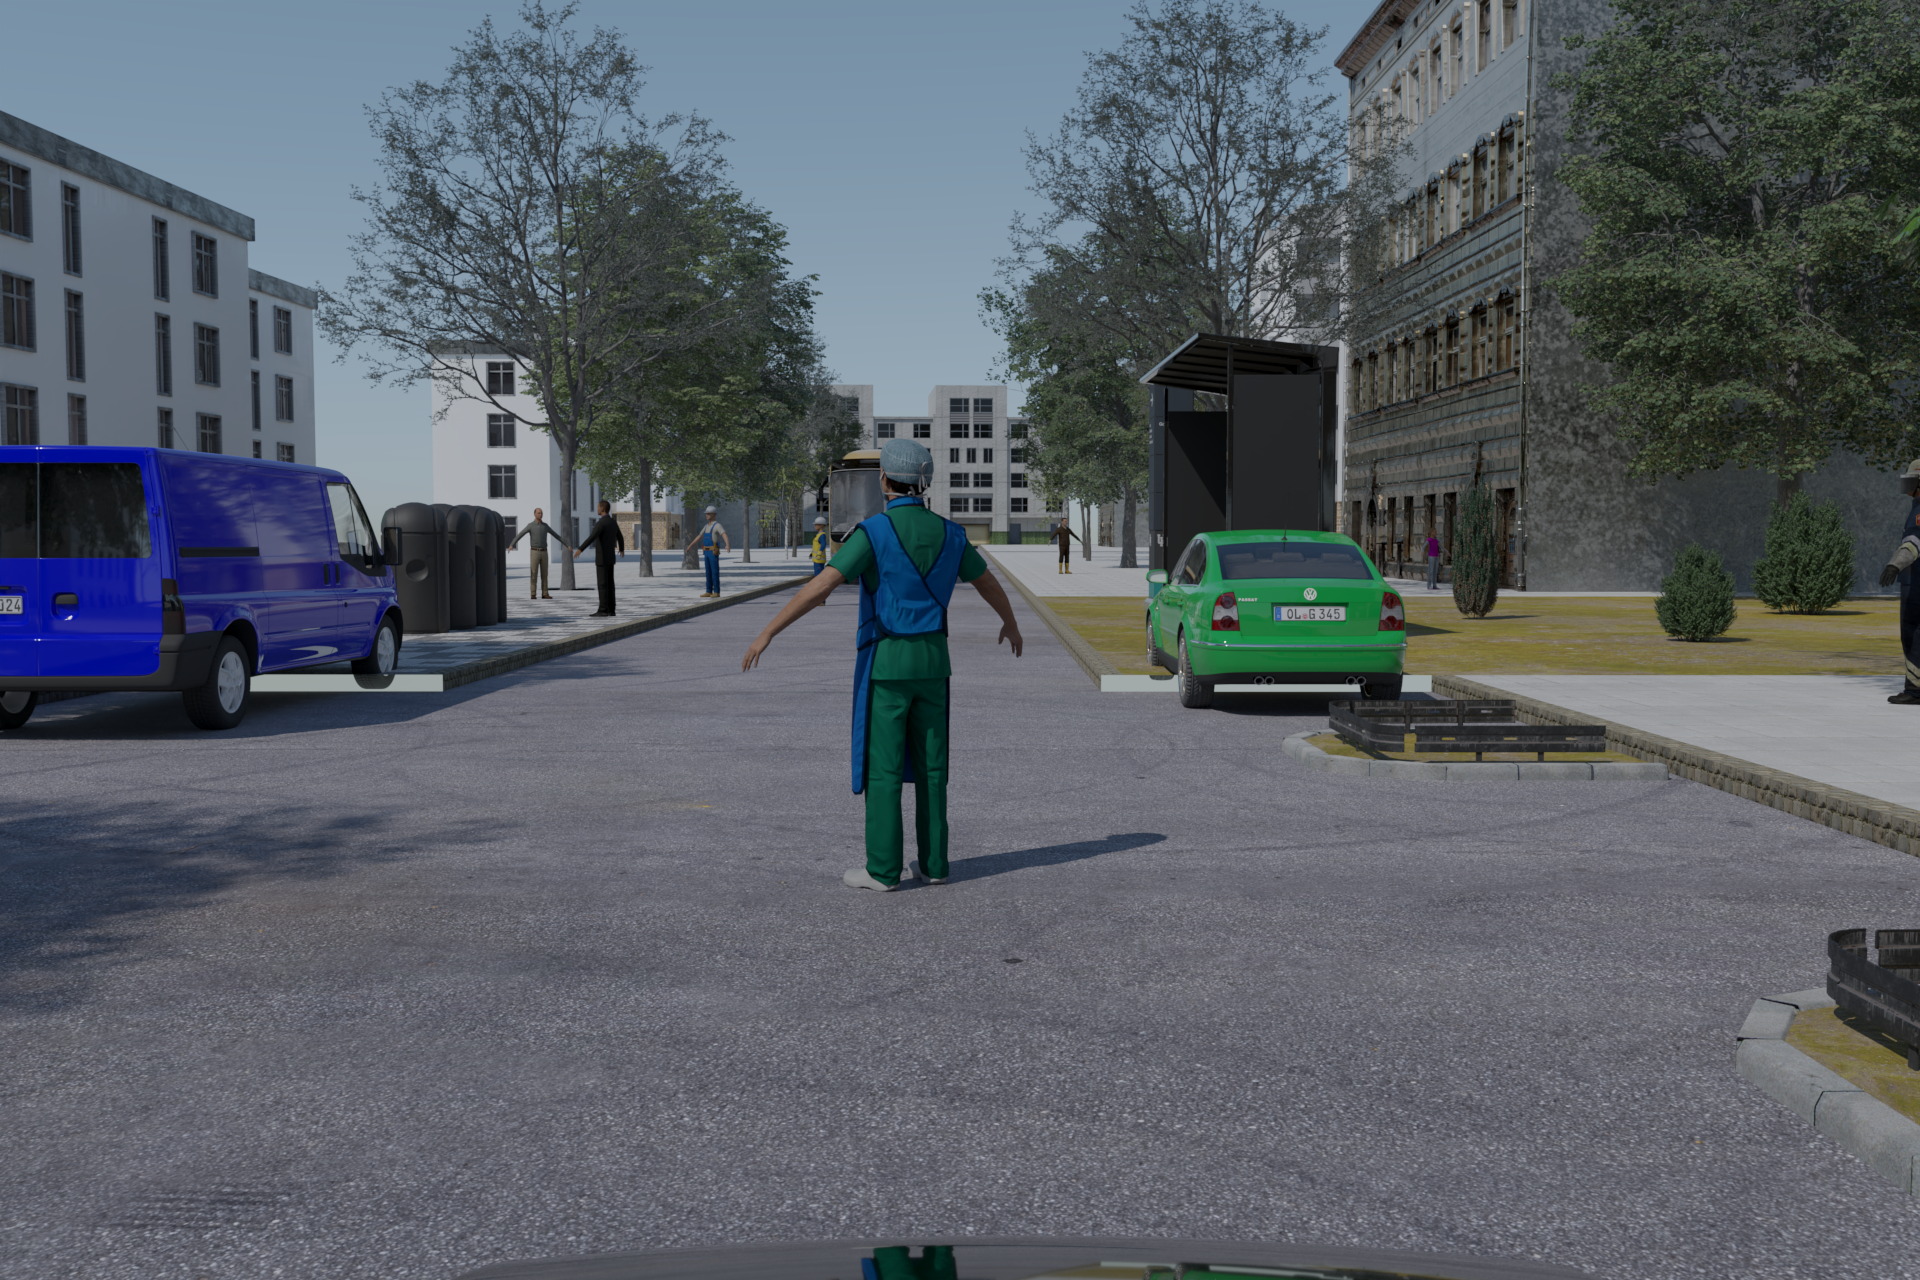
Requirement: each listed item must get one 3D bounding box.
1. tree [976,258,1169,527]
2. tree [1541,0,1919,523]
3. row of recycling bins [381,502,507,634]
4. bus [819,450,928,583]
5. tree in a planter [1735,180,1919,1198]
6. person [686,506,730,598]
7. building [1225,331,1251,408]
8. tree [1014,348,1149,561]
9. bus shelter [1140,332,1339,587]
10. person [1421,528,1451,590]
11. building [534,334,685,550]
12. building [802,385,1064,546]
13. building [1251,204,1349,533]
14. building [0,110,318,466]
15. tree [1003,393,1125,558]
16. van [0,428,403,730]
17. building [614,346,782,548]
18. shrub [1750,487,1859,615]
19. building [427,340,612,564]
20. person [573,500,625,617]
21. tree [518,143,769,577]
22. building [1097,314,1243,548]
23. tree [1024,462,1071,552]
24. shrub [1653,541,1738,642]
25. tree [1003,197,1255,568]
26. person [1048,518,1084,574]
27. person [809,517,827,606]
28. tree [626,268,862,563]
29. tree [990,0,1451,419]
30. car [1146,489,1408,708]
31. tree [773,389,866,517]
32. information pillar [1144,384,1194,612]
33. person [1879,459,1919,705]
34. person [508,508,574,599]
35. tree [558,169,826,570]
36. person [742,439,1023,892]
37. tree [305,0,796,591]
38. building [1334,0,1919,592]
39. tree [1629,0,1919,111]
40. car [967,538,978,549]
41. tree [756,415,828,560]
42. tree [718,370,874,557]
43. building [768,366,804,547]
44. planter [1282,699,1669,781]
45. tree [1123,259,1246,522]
[{"bbox_3d":[7.100,-15.392,107.550,12.611,20.169,13.585,0,3,0],"label":"tree"},{"bbox_3d":[15.942,-7.732,33.081,9.857,13.997,8.962,0,3,0],"label":"tree"},{"bbox_3d":[-7.012,-1.023,23.841,1.069,1.692,3.534,0,4,1],"label":"row of recycling bins"},{"bbox_3d":[-2.422,-3.825,54.084,2.896,3.916,12.252,0,4,0],"label":"bus"},{"bbox_3d":[3.057,-0.422,4.127,1.991,3.239,1.994,0,4,0],"label":"tree in a planter"},{"bbox_3d":[-5.032,-1.781,34.976,1.347,1.847,0.705,3,5,43],"label":"person"},{"bbox_3d":[25.244,-18.374,156.829,16.016,20.090,11.380,0,4,1],"label":"building"},{"bbox_3d":[6.341,-9.041,82.225,8.767,10.594,7.601,3,4,38],"label":"tree"},{"bbox_3d":[3.611,-1.959,23.316,1.731,3.624,6.357,0,4,0],"label":"bus shelter"},{"bbox_3d":[10.919,-1.867,39.791,0.991,1.433,0.599,-2,4,-35],"label":"person"},{"bbox_3d":[-28.500,-17.391,140.767,16.016,20.090,11.380,0,4,1],"label":"building"},{"bbox_3d":[-3.451,-21.000,212.263,31.486,18.905,16.747,0,4,-4],"label":"building"},{"bbox_3d":[22.078,-14.906,100.128,16.016,20.090,11.380,0,3,0],"label":"building"},{"bbox_3d":[-23.296,-6.371,46.313,9.099,9.664,28.070,0,4,1],"label":"building"},{"bbox_3d":[6.696,-9.679,92.671,8.767,10.594,7.601,0,4,-5],"label":"tree"},{"bbox_3d":[-6.260,-0.609,14.348,2.240,2.365,5.245,0,4,0],"label":"van"},{"bbox_3d":[-27.266,-20.361,163.837,19.493,23.208,18.063,0,3,0],"label":"building"},{"bbox_3d":[13.425,-1.415,27.557,1.690,2.028,1.600,0,3,0],"label":"shrub"},{"bbox_3d":[-22.335,-8.982,89.002,9.099,9.664,28.070,0,4,0],"label":"building"},{"bbox_3d":[-5.541,-1.266,26.922,0.704,1.802,1.346,1,4,21],"label":"person"},{"bbox_3d":[-9.746,-8.146,51.321,7.486,12.596,7.792,0,3,0],"label":"tree"},{"bbox_3d":[23.875,-20.952,173.490,19.493,23.208,18.063,0,3,0],"label":"building"},{"bbox_3d":[6.766,-10.411,120.577,4.737,8.622,4.395,0,3,0],"label":"tree"},{"bbox_3d":[8.768,-0.582,20.633,1.383,1.207,1.383,0,3,0],"label":"shrub"},{"bbox_3d":[6.412,-9.692,65.124,9.857,13.997,8.962,0,3,0],"label":"tree"},{"bbox_3d":[3.370,-3.029,55.669,1.346,1.812,0.704,-2,4,-29],"label":"person"},{"bbox_3d":[-2.870,-1.563,34.476,0.721,1.772,1.216,-1,4,-12],"label":"person"},{"bbox_3d":[-9.433,-10.172,76.690,12.009,13.543,11.850,0,3,0],"label":"tree"},{"bbox_3d":[5.722,-7.757,37.195,12.009,13.543,11.850,0,3,0],"label":"tree"},{"bbox_3d":[2.721,-0.418,15.624,1.959,1.807,4.718,0,4,0],"label":"car"},{"bbox_3d":[-8.657,-10.773,110.547,7.601,10.594,8.767,-1,4,-11],"label":"tree"},{"bbox_3d":[3.437,-2.378,28.251,0.750,3.857,0.750,0,4,-2],"label":"information pillar"},{"bbox_3d":[7.233,-0.442,13.096,0.704,1.845,1.351,3,5,40],"label":"person"},{"bbox_3d":[-8.277,-1.702,34.097,1.348,1.796,0.705,-2,4,-35],"label":"person"},{"bbox_3d":[-9.561,-9.487,61.765,9.857,13.997,8.962,0,3,0],"label":"tree"},{"bbox_3d":[-0.245,0.094,7.050,1.347,1.817,0.704,-2,4,-35],"label":"person"},{"bbox_3d":[-8.977,-7.882,39.246,12.009,13.543,11.850,0,3,0],"label":"tree"},{"bbox_3d":[21.694,-13.194,46.658,19.493,23.208,18.063,0,3,0],"label":"building"},{"bbox_3d":[9.239,-6.223,12.110,12.009,13.543,11.850,0,3,0],"label":"tree"},{"bbox_3d":[-0.257,-3.398,68.140,1.945,1.354,3.894,0,3,0],"label":"car"},{"bbox_3d":[-8.727,-8.367,87.167,4.737,8.622,4.395,0,3,0],"label":"tree"},{"bbox_3d":[-9.092,-9.804,94.711,8.767,10.594,7.601,-1,4,-9],"label":"tree"},{"bbox_3d":[-26.582,-21.510,182.616,19.493,23.208,18.063,0,4,0],"label":"building"},{"bbox_3d":[3.121,0.617,11.051,1.991,0.319,1.994,0,4,0],"label":"planter"},{"bbox_3d":[6.082,-5.910,46.986,4.360,8.622,3.978,0,3,0],"label":"tree"}]
